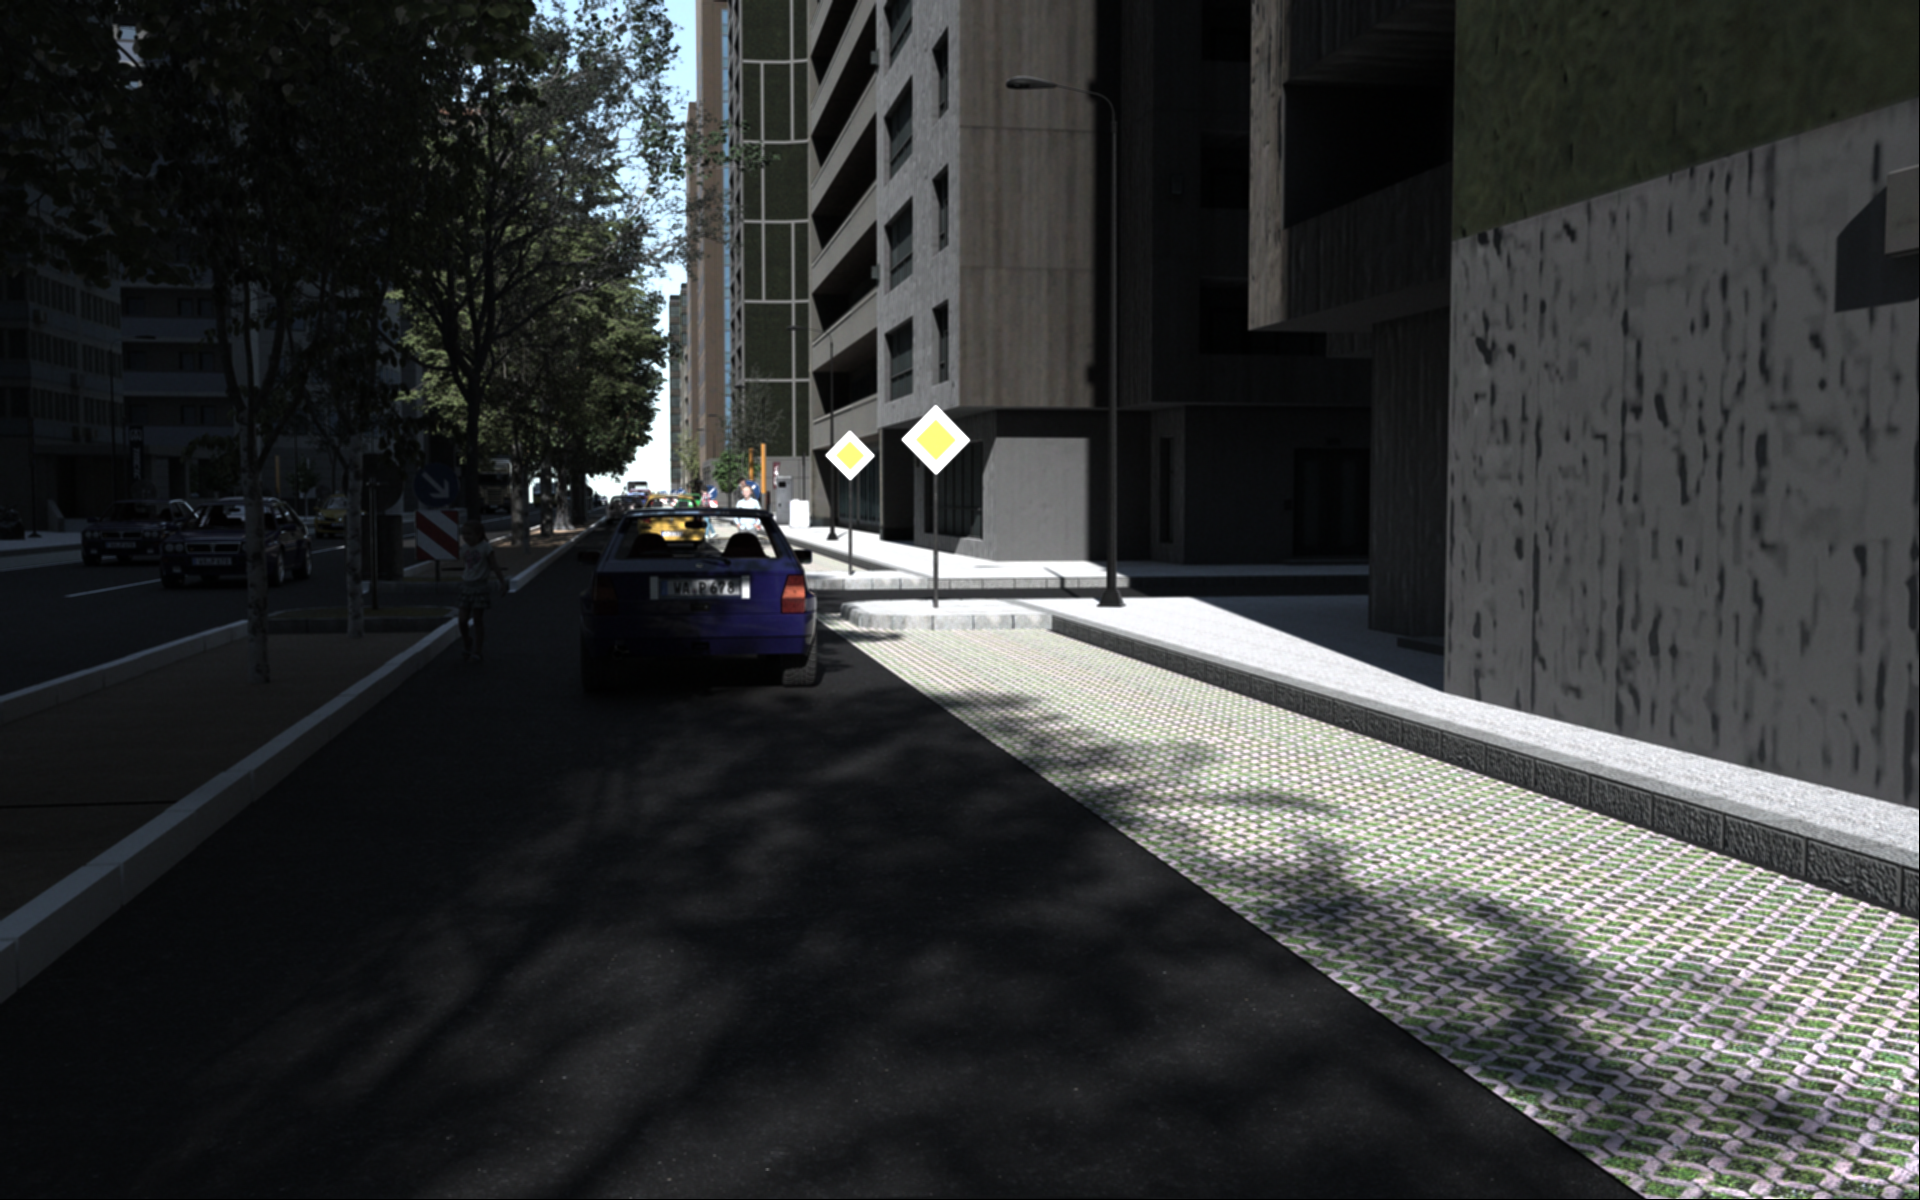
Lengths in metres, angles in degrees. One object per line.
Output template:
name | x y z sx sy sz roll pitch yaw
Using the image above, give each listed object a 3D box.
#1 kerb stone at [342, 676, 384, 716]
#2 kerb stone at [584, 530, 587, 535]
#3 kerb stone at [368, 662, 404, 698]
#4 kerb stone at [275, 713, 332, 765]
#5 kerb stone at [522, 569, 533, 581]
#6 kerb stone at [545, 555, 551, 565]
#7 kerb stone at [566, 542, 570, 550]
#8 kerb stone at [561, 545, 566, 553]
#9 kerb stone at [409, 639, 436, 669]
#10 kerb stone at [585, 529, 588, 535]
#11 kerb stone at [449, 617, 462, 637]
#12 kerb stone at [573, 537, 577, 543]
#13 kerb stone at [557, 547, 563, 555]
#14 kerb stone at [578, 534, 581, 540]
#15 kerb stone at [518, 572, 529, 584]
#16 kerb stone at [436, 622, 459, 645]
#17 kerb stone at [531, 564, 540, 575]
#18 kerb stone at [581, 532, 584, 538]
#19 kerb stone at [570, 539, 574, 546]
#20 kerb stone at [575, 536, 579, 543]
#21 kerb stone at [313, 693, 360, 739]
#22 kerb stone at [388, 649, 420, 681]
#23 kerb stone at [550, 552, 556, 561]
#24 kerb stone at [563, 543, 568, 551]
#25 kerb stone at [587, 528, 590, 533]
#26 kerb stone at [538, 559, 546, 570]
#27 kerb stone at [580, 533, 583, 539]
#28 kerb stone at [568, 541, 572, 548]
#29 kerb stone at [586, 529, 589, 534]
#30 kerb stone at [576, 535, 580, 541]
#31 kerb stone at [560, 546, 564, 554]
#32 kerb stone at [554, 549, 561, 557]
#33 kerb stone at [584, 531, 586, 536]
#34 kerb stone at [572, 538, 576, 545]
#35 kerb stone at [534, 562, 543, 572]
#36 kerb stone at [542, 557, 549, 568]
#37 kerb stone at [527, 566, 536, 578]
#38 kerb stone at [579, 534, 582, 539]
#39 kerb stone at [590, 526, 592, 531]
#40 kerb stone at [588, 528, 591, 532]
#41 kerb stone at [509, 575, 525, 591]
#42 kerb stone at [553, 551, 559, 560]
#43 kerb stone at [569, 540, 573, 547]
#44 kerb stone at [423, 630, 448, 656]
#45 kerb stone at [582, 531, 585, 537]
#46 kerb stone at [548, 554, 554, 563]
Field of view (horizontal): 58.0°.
kerb stone | -3.999 0.651 11.556 0.120 0.150 1.000 -1 4 -10
kerb stone | -12.524 -2.154 57.426 0.120 0.150 1.000 -1 4 -10
kerb stone | -4.182 0.591 12.562 0.120 0.150 1.000 -1 4 -10
kerb stone | -3.627 0.776 9.541 0.120 0.150 1.000 -1 4 -10
kerb stone | -7.097 -0.368 28.215 0.120 0.150 1.000 -1 4 -10
kerb stone | -8.223 -0.738 34.258 0.120 0.150 1.000 -1 4 -10
kerb stone | -9.906 -1.290 43.317 0.120 0.150 1.000 -1 4 -10
kerb stone | -9.534 -1.163 41.301 0.120 0.150 1.000 -1 4 -10
kerb stone | -4.554 0.467 14.576 0.120 0.150 1.000 -1 4 -10
kerb stone | -12.711 -2.216 58.431 0.120 0.150 1.000 -1 4 -10
kerb stone | -5.119 0.286 17.595 0.120 0.150 1.000 -1 4 -10
kerb stone | -10.837 -1.600 48.357 0.120 0.150 1.000 -1 4 -10
kerb stone | -9.153 -1.045 39.285 0.120 0.150 1.000 -1 4 -10
kerb stone | -11.400 -1.784 51.381 0.120 0.150 1.000 -1 4 -10
kerb stone | -6.908 -0.304 27.202 0.120 0.150 1.000 -1 4 -10
kerb stone | -4.939 0.343 16.588 0.120 0.150 1.000 -1 4 -10
kerb stone | -7.470 -0.491 30.227 0.120 0.150 1.000 -1 4 -10
kerb stone | -11.968 -1.970 54.405 0.120 0.150 1.000 -1 4 -10
kerb stone | -10.465 -1.477 46.344 0.120 0.150 1.000 -1 4 -10
kerb stone | -11.023 -1.662 49.365 0.120 0.150 1.000 -1 4 -10
kerb stone | -3.811 0.715 10.547 0.120 0.150 1.000 -1 4 -10
kerb stone | -4.378 0.528 13.569 0.120 0.150 1.000 -1 4 -10
kerb stone | -8.594 -0.861 36.270 0.120 0.150 1.000 -1 4 -10
kerb stone | -9.710 -1.230 42.314 0.120 0.150 1.000 -1 4 -10
kerb stone | -13.084 -2.341 60.463 0.120 0.150 1.000 -1 4 -10
kerb stone | -7.846 -0.614 32.237 0.120 0.150 1.000 -1 4 -10
kerb stone | -11.782 -1.906 53.401 0.120 0.150 1.000 -1 4 -10
kerb stone | -10.085 -1.353 44.323 0.120 0.150 1.000 -1 4 -10
kerb stone | -12.902 -2.278 59.450 0.120 0.150 1.000 -1 4 -10
kerb stone | -11.217 -1.724 50.375 0.120 0.150 1.000 -1 4 -10
kerb stone | -9.348 -1.107 40.295 0.120 0.150 1.000 -1 4 -10
kerb stone | -8.960 -0.984 38.281 0.120 0.150 1.000 -1 4 -10
kerb stone | -12.333 -2.091 56.422 0.120 0.150 1.000 -1 4 -10
kerb stone | -10.654 -1.534 47.352 0.120 0.150 1.000 -1 4 -10
kerb stone | -7.658 -0.553 31.232 0.120 0.150 1.000 -1 4 -10
kerb stone | -8.026 -0.676 33.252 0.120 0.150 1.000 -1 4 -10
kerb stone | -7.283 -0.427 29.220 0.120 0.150 1.000 -1 4 -10
kerb stone | -11.589 -1.847 52.392 0.120 0.150 1.000 -1 4 -10
kerb stone | -13.650 -2.520 63.490 0.120 0.150 1.000 -1 4 -10
kerb stone | -13.280 -2.395 61.473 0.120 0.150 1.000 -1 4 -10
kerb stone | -6.719 -0.245 26.194 0.120 0.150 1.000 -1 4 -10
kerb stone | -8.778 -0.916 37.276 0.120 0.150 1.000 -1 4 -10
kerb stone | -10.273 -1.415 45.328 0.120 0.150 1.000 -1 4 -10
kerb stone | -4.746 0.404 15.583 0.120 0.150 1.000 -1 4 -10
kerb stone | -12.149 -2.028 55.413 0.120 0.150 1.000 -1 4 -10
kerb stone | -8.405 -0.799 35.266 0.120 0.150 1.000 -1 4 -10
